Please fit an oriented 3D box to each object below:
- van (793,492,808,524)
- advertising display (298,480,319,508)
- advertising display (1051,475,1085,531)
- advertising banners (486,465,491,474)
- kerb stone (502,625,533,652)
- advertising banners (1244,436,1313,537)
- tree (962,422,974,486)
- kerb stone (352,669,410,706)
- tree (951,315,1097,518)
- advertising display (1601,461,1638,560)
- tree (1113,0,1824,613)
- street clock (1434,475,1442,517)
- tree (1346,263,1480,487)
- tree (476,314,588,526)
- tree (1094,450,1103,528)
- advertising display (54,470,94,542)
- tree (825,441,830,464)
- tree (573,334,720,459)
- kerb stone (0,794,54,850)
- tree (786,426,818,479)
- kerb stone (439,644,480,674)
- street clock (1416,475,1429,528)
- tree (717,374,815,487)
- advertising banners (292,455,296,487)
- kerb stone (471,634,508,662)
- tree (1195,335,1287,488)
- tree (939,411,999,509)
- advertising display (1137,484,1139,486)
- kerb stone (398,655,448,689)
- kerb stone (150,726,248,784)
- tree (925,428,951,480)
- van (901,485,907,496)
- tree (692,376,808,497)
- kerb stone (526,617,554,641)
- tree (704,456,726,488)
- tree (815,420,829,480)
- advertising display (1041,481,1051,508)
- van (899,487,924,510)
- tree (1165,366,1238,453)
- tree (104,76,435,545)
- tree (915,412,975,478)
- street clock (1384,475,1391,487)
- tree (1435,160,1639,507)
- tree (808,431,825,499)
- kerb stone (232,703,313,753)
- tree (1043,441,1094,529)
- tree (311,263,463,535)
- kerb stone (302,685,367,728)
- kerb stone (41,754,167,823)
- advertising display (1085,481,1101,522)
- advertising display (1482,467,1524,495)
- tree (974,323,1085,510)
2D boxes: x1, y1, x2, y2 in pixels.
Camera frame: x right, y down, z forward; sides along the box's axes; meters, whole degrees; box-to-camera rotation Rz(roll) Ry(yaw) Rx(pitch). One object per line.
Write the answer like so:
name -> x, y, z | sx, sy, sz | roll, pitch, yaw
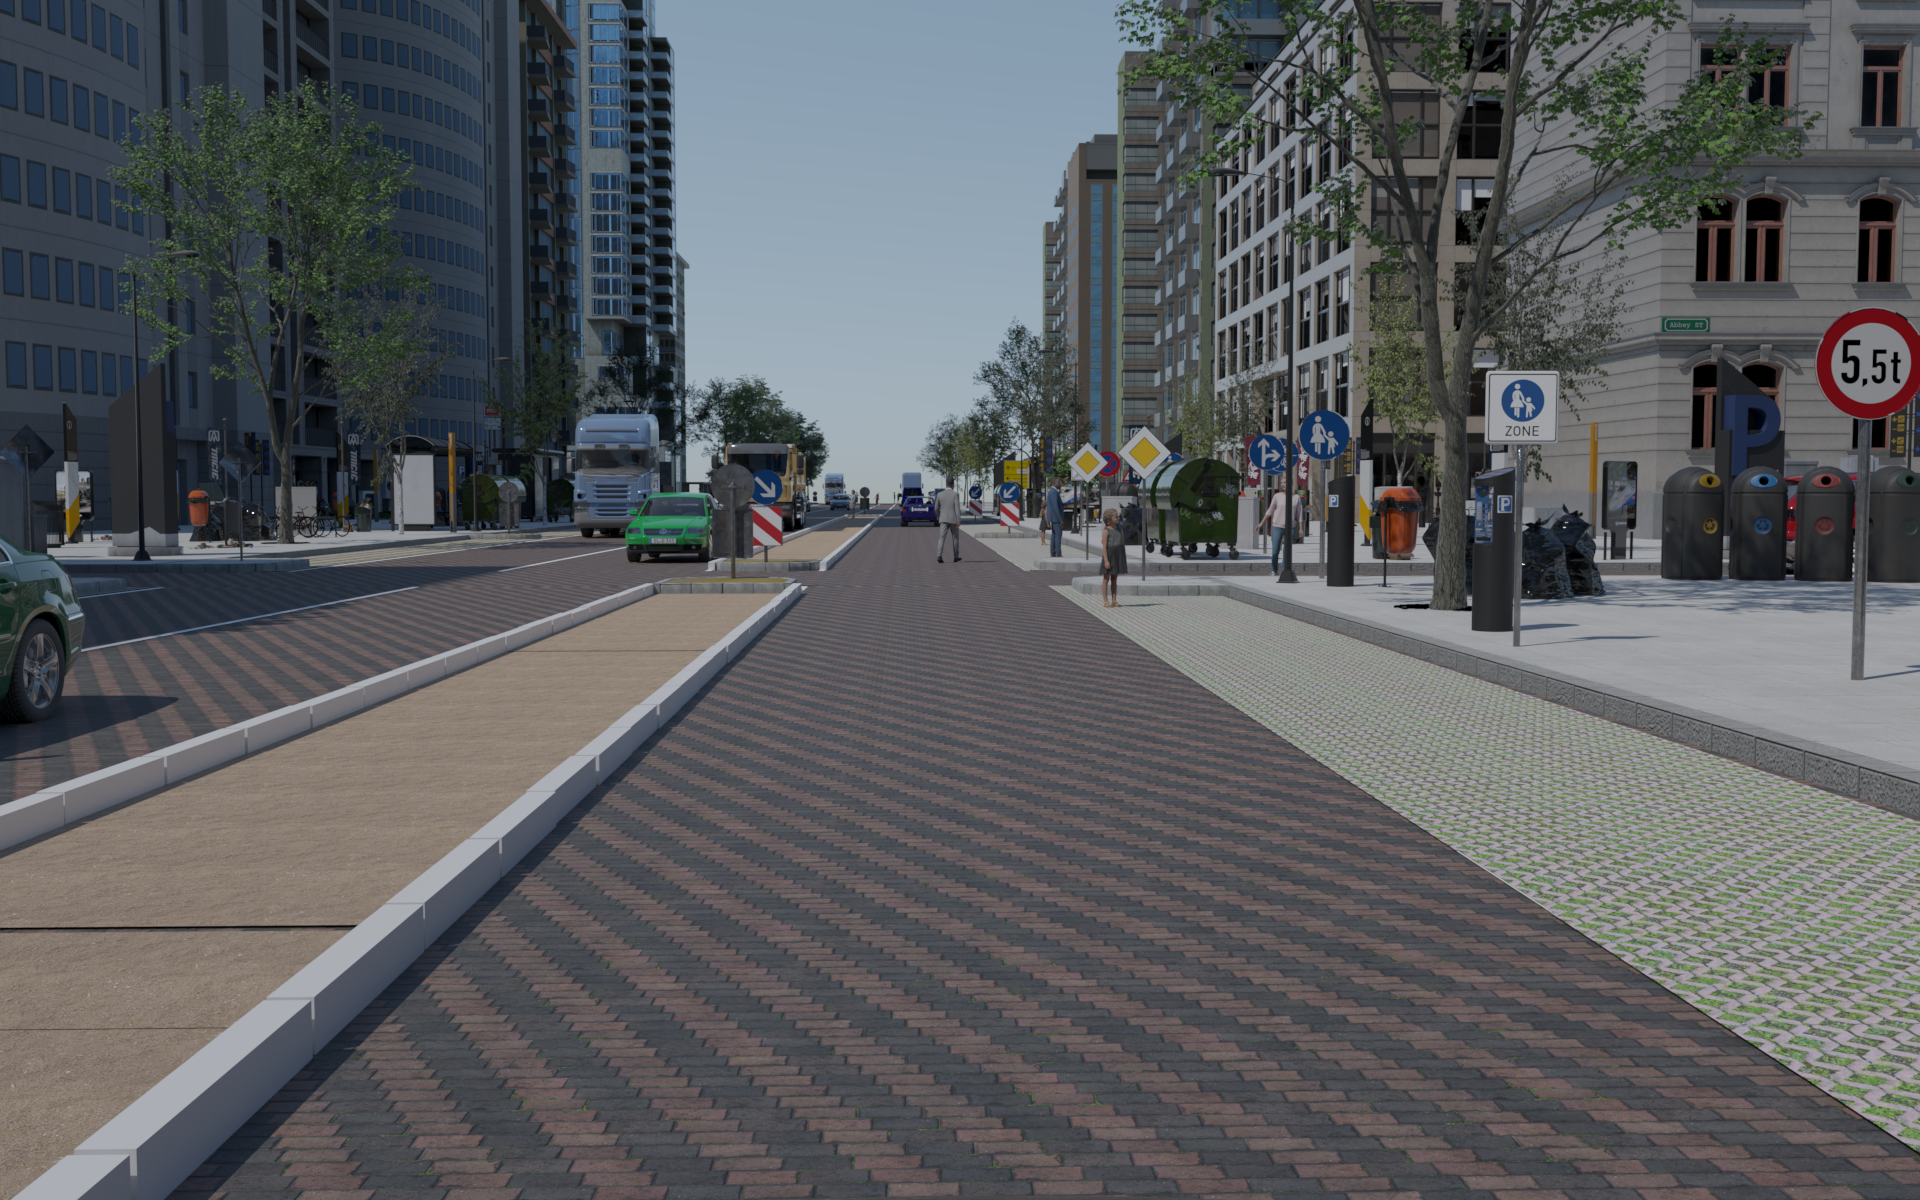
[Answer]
van -> -8.112, -4.535, 81.151 | 2.013, 2.044, 4.112 | 0, 4, -2
advertising display -> -30.274, -4.602, 80.456 | 0.123, 1.923, 0.974 | 3, 4, 38
advertising display -> 3.731, -3.347, 59.937 | 0.974, 1.923, 0.123 | 1, 4, 17
advertising banners -> -28.779, -6.507, 102.578 | 2.074, 3.025, 0.090 | -2, 4, -33
kerb stone -> -4.176, 0.374, 16.159 | 0.120, 0.150, 1.000 | 0, 4, -2
advertising banners -> 9.548, -3.415, 52.019 | 2.074, 3.025, 0.090 | 1, 4, 19
tree -> 2.412, -10.446, 121.158 | 4.360, 8.622, 3.978 | 0, 3, 0
kerb stone -> -4.046, 0.621, 12.044 | 0.120, 0.150, 1.000 | 0, 4, -2
tree -> 3.651, -9.575, 90.957 | 7.601, 10.594, 8.767 | 0, 4, 3
advertising display -> 12.872, -1.749, 33.813 | 0.974, 1.923, 0.123 | -2, 4, -35
tree -> 5.344, -5.687, 18.742 | 9.928, 11.665, 9.643 | 0, 3, 0
street clock -> 18.258, -3.766, 66.136 | 0.358, 2.002, 0.471 | 1, 4, 14
tree -> 14.129, -6.403, 55.044 | 4.737, 8.622, 4.395 | 0, 3, 0
tree -> -17.141, -7.341, 70.382 | 4.737, 8.622, 4.395 | 0, 3, 0
tree -> 4.666, -4.410, 66.701 | 1.663, 3.219, 1.824 | 0, 3, 0
advertising display -> -23.527, -2.496, 46.026 | 0.974, 1.923, 0.123 | 0, 3, 0
tree -> -23.688, -20.936, 268.057 | 9.928, 11.665, 9.643 | 0, 3, 0
tree -> -18.149, -10.155, 100.447 | 8.767, 10.594, 7.601 | -1, 4, -11
kerb stone -> -3.891, 0.937, 6.933 | 0.120, 0.150, 1.000 | 0, 4, -2
tree -> -22.699, -18.384, 234.986 | 7.601, 10.594, 8.767 | -1, 4, -15
kerb stone -> -4.113, 0.495, 14.102 | 0.120, 0.150, 1.000 | 0, 4, -2
street clock -> 17.631, -3.759, 66.031 | 0.358, 2.002, 0.471 | -2, 4, -32
tree -> -21.222, -16.870, 182.471 | 9.857, 13.997, 8.962 | 0, 3, 0
advertising banners -> -30.111, -4.994, 77.836 | 0.090, 3.025, 2.074 | -2, 4, -34
kerb stone -> -4.145, 0.433, 15.124 | 0.120, 0.150, 1.000 | 0, 4, -2
tree -> 12.966, -7.897, 79.476 | 4.360, 8.622, 3.978 | 0, 3, 0
tree -> 1.220, -12.471, 154.260 | 4.737, 8.622, 4.395 | 0, 3, 0
advertising display -> 10.756, -5.981, 103.011 | 0.974, 1.923, 0.123 | 1, 4, 23
kerb stone -> -4.081, 0.558, 13.076 | 0.120, 0.150, 1.000 | 0, 4, -2
kerb stone -> -3.959, 0.808, 8.979 | 0.120, 0.150, 1.000 | 0, 4, -2
tree -> 0.793, -16.109, 197.787 | 7.601, 10.594, 8.767 | 1, 4, 16
van -> -5.110, -10.826, 181.394 | 2.240, 2.365, 5.245 | 0, 4, -2
tree -> -20.326, -13.926, 153.451 | 9.928, 11.665, 9.643 | 0, 3, 0
kerb stone -> -4.212, 0.307, 17.181 | 0.120, 0.150, 1.000 | 0, 4, -2
tree -> -19.705, -9.878, 145.212 | 4.285, 4.588, 4.351 | 0, 3, 0
tree -> -23.844, -21.364, 255.953 | 9.857, 13.997, 8.962 | 0, 3, 0
advertising display -> 4.468, -4.907, 85.448 | 0.974, 1.923, 0.123 | 2, 4, 23
van -> -4.268, -9.146, 153.913 | 2.240, 2.365, 5.245 | 0, 4, -3
tree -> 13.567, -9.086, 98.920 | 4.737, 8.622, 4.395 | 0, 3, 0
tree -> -17.358, -7.237, 44.087 | 9.928, 11.665, 9.643 | 0, 3, 0
tree -> -1.614, -21.224, 257.380 | 12.009, 13.543, 11.850 | 0, 3, 0
street clock -> 16.291, -3.763, 66.090 | 0.358, 2.002, 0.471 | 1, 4, 10
tree -> 12.612, -5.375, 38.241 | 4.360, 8.622, 3.978 | 0, 3, 0
tree -> -22.123, -17.015, 203.945 | 9.928, 11.665, 9.643 | 0, 3, 0
kerb stone -> -3.984, 0.746, 10.001 | 0.120, 0.150, 1.000 | 0, 4, -2
tree -> 3.783, -4.156, 62.555 | 1.663, 3.219, 1.824 | 0, 3, 0
tree -> -17.909, -6.369, 54.498 | 4.360, 8.622, 3.978 | 0, 3, 0
kerb stone -> -4.010, 0.686, 11.023 | 0.120, 0.150, 1.000 | 0, 4, -2
kerb stone -> -3.930, 0.871, 7.955 | 0.120, 0.150, 1.000 | 0, 4, -2
advertising display -> 5.942, -4.523, 79.162 | 0.974, 1.923, 0.123 | 1, 4, 19
advertising display -> 13.067, -2.234, 41.742 | 0.974, 1.923, 0.123 | 0, 4, 4
tree -> 3.503, -7.553, 73.857 | 4.360, 8.622, 3.978 | 0, 3, 0
